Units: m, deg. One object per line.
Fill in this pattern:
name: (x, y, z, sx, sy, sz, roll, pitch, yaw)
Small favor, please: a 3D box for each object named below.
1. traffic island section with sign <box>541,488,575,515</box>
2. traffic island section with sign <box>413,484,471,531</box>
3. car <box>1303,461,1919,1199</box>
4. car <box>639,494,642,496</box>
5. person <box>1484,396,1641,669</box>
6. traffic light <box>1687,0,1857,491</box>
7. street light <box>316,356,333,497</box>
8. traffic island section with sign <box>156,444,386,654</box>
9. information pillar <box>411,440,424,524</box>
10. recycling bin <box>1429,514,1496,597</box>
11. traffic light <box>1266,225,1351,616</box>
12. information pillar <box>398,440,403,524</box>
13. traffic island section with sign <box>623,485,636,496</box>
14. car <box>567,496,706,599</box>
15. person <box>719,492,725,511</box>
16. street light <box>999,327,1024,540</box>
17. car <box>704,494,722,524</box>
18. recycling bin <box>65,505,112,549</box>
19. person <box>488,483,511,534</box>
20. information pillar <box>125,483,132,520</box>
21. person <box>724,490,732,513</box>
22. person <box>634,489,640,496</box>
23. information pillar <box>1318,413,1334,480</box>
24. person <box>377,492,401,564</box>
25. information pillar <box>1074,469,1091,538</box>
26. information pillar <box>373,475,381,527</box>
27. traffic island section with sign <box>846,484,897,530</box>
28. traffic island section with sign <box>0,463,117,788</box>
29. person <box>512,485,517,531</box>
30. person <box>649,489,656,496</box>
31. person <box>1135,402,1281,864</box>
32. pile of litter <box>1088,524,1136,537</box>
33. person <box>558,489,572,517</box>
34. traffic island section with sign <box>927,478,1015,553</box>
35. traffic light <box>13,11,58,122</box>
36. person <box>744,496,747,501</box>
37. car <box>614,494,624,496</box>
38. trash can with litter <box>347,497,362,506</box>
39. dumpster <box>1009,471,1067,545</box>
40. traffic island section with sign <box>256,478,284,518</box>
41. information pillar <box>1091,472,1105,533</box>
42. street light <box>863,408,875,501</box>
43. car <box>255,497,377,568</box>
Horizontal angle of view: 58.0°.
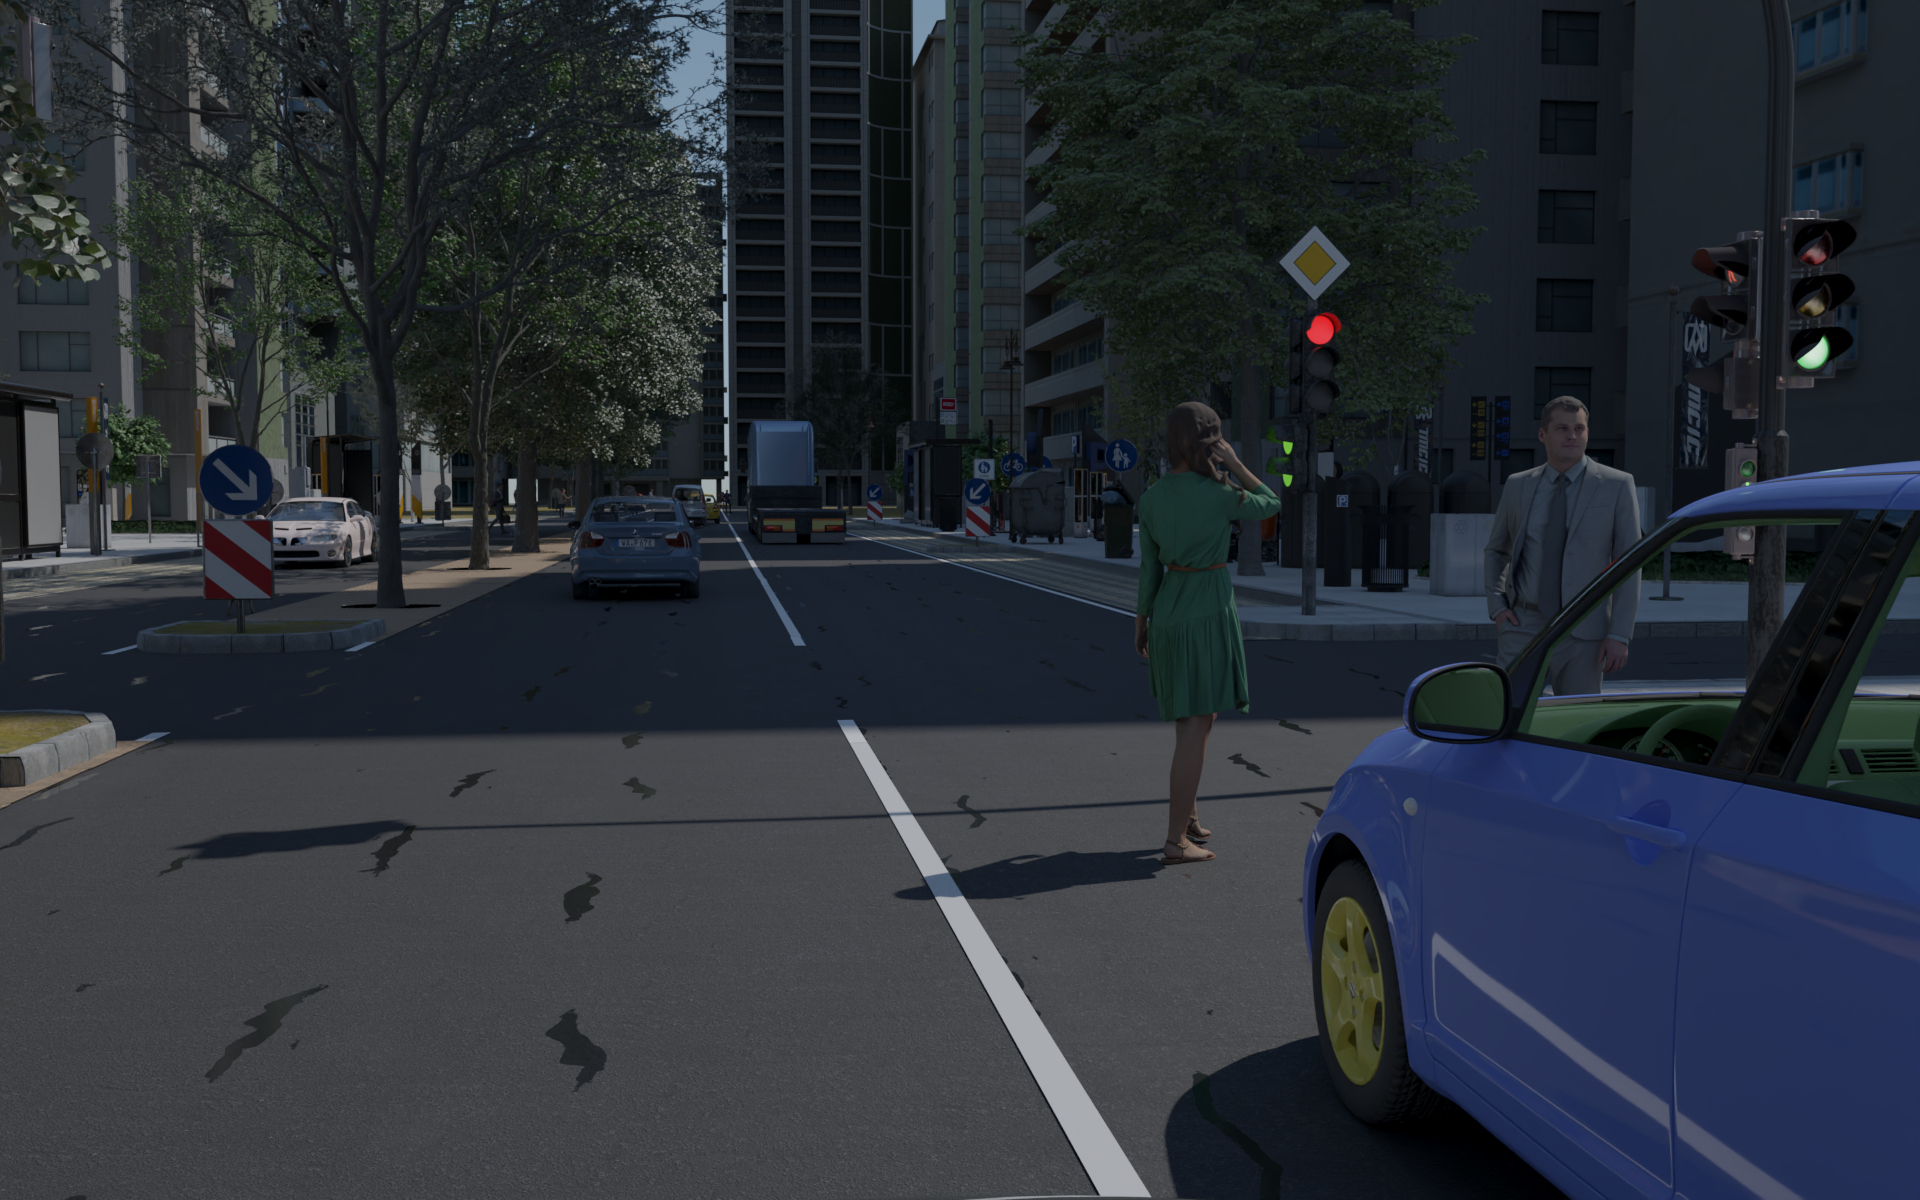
traffic island section with sign: (-27.310, -6.650, 117.361, 1.989, 1.847, 2.006, -1, 4, -8)
traffic island section with sign: (-20.170, -3.602, 67.527, 1.989, 1.847, 2.006, -1, 4, -8)
car: (1.840, 0.406, 2.959, 1.945, 1.707, 3.694, 0, 4, -7)
car: (-29.360, -8.997, 156.138, 2.155, 1.783, 4.494, 0, 4, -7)
person: (2.351, 0.107, 6.846, 0.635, 1.810, 0.391, 2, 4, 27)
traffic light: (2.751, -2.155, 9.901, 4.771, 5.953, 1.251, -1, 4, -8)
street light: (-21.282, -5.233, 58.347, 0.468, 5.910, 1.993, -1, 4, -8)
traffic island section with sign: (-6.718, -0.513, 16.530, 2.006, 1.907, 1.989, -1, 4, -8)
information pillar: (-23.528, -5.118, 75.035, 0.504, 3.616, 0.183, 1, 4, 18)
recycling bin: (6.410, -0.575, 21.951, 0.722, 1.027, 0.722, 0, 4, -2)
traffic light: (3.677, -1.793, 18.242, 0.839, 4.253, 0.868, -1, 4, -8)
information pillar: (-24.355, -5.135, 75.306, 0.183, 3.616, 0.504, 0, 4, -1)
traffic island section with sign: (-17.386, -5.063, 90.910, 2.006, 1.907, 1.989, -1, 4, -8)
car: (-4.666, -0.796, 25.017, 2.014, 1.417, 4.499, -1, 4, -10)
person: (-20.176, -8.366, 146.760, 0.593, 1.643, 0.415, -1, 4, -14)
street light: (1.431, -4.615, 48.251, 0.468, 5.910, 1.993, -1, 4, -8)
car: (-12.644, -4.561, 84.792, 2.015, 1.641, 3.980, -1, 4, -9)
recycling bin: (-20.710, -1.750, 41.164, 0.722, 1.027, 0.722, 0, 4, 7)
person: (-16.708, -3.313, 62.632, 0.822, 1.834, 0.622, 0, 4, -6)
information pillar: (-30.262, -4.374, 62.865, 0.504, 3.616, 0.183, 3, 4, 39)
person: (-17.076, -7.277, 127.928, 0.568, 1.767, 0.683, 3, 5, 44)
person: (-21.980, -6.633, 117.043, 1.348, 1.812, 0.705, 0, 4, -6)
information pillar: (7.311, -2.645, 34.599, 0.183, 3.616, 0.504, -1, 4, -17)
person: (-11.660, -1.637, 35.439, 0.511, 1.800, 0.466, 2, 4, 24)
information pillar: (3.510, -2.802, 50.307, 0.304, 2.012, 0.304, 3, 4, 36)
information pillar: (-22.367, -3.805, 66.706, 0.304, 2.012, 0.304, -3, 5, -39)
traffic island section with sign: (-3.602, -3.718, 69.418, 1.989, 1.847, 2.006, -1, 4, -8)
traffic island section with sign: (-5.676, -0.065, 9.196, 2.006, 1.907, 1.989, -1, 4, -8)
person: (-17.131, -3.595, 67.257, 0.573, 1.828, 0.580, -3, 4, -36)
person: (-27.474, -8.955, 154.777, 0.599, 1.838, 0.709, -1, 4, -10)
person: (0.912, 0.114, 6.879, 0.600, 1.795, 0.529, 2, 4, 35)
pile of litter: (4.602, -2.306, 51.671, 1.176, 0.858, 1.719, -3, 5, -45)
person: (-24.545, -6.029, 107.608, 0.750, 1.759, 0.617, -3, 5, -42)
traffic island section with sign: (0.212, -2.086, 42.733, 1.989, 1.847, 2.006, -1, 4, -8)
traffic light: (-11.004, -2.538, 16.166, 4.771, 5.953, 1.251, -1, 4, -8)
person: (-15.397, -7.253, 127.802, 1.217, 1.743, 0.721, -3, 4, -37)
car: (-25.591, -7.427, 131.221, 2.009, 1.686, 4.222, -1, 4, -9)
trash can with litter: (-22.598, -3.286, 65.115, 1.055, 1.170, 0.624, -3, 5, -43)
dumpster: (2.013, -2.378, 44.638, 1.264, 1.857, 1.865, 0, 4, -8)
traffic island section with sign: (-16.346, -1.970, 40.843, 1.989, 1.847, 2.006, -1, 4, -8)
information pillar: (4.536, -3.250, 57.635, 0.304, 2.012, 0.304, 3, 5, 43)
street light: (-4.811, -7.268, 91.624, 0.468, 5.910, 1.993, -1, 4, -8)
car: (-13.047, -1.388, 35.063, 2.083, 1.381, 4.827, -1, 4, -9)
